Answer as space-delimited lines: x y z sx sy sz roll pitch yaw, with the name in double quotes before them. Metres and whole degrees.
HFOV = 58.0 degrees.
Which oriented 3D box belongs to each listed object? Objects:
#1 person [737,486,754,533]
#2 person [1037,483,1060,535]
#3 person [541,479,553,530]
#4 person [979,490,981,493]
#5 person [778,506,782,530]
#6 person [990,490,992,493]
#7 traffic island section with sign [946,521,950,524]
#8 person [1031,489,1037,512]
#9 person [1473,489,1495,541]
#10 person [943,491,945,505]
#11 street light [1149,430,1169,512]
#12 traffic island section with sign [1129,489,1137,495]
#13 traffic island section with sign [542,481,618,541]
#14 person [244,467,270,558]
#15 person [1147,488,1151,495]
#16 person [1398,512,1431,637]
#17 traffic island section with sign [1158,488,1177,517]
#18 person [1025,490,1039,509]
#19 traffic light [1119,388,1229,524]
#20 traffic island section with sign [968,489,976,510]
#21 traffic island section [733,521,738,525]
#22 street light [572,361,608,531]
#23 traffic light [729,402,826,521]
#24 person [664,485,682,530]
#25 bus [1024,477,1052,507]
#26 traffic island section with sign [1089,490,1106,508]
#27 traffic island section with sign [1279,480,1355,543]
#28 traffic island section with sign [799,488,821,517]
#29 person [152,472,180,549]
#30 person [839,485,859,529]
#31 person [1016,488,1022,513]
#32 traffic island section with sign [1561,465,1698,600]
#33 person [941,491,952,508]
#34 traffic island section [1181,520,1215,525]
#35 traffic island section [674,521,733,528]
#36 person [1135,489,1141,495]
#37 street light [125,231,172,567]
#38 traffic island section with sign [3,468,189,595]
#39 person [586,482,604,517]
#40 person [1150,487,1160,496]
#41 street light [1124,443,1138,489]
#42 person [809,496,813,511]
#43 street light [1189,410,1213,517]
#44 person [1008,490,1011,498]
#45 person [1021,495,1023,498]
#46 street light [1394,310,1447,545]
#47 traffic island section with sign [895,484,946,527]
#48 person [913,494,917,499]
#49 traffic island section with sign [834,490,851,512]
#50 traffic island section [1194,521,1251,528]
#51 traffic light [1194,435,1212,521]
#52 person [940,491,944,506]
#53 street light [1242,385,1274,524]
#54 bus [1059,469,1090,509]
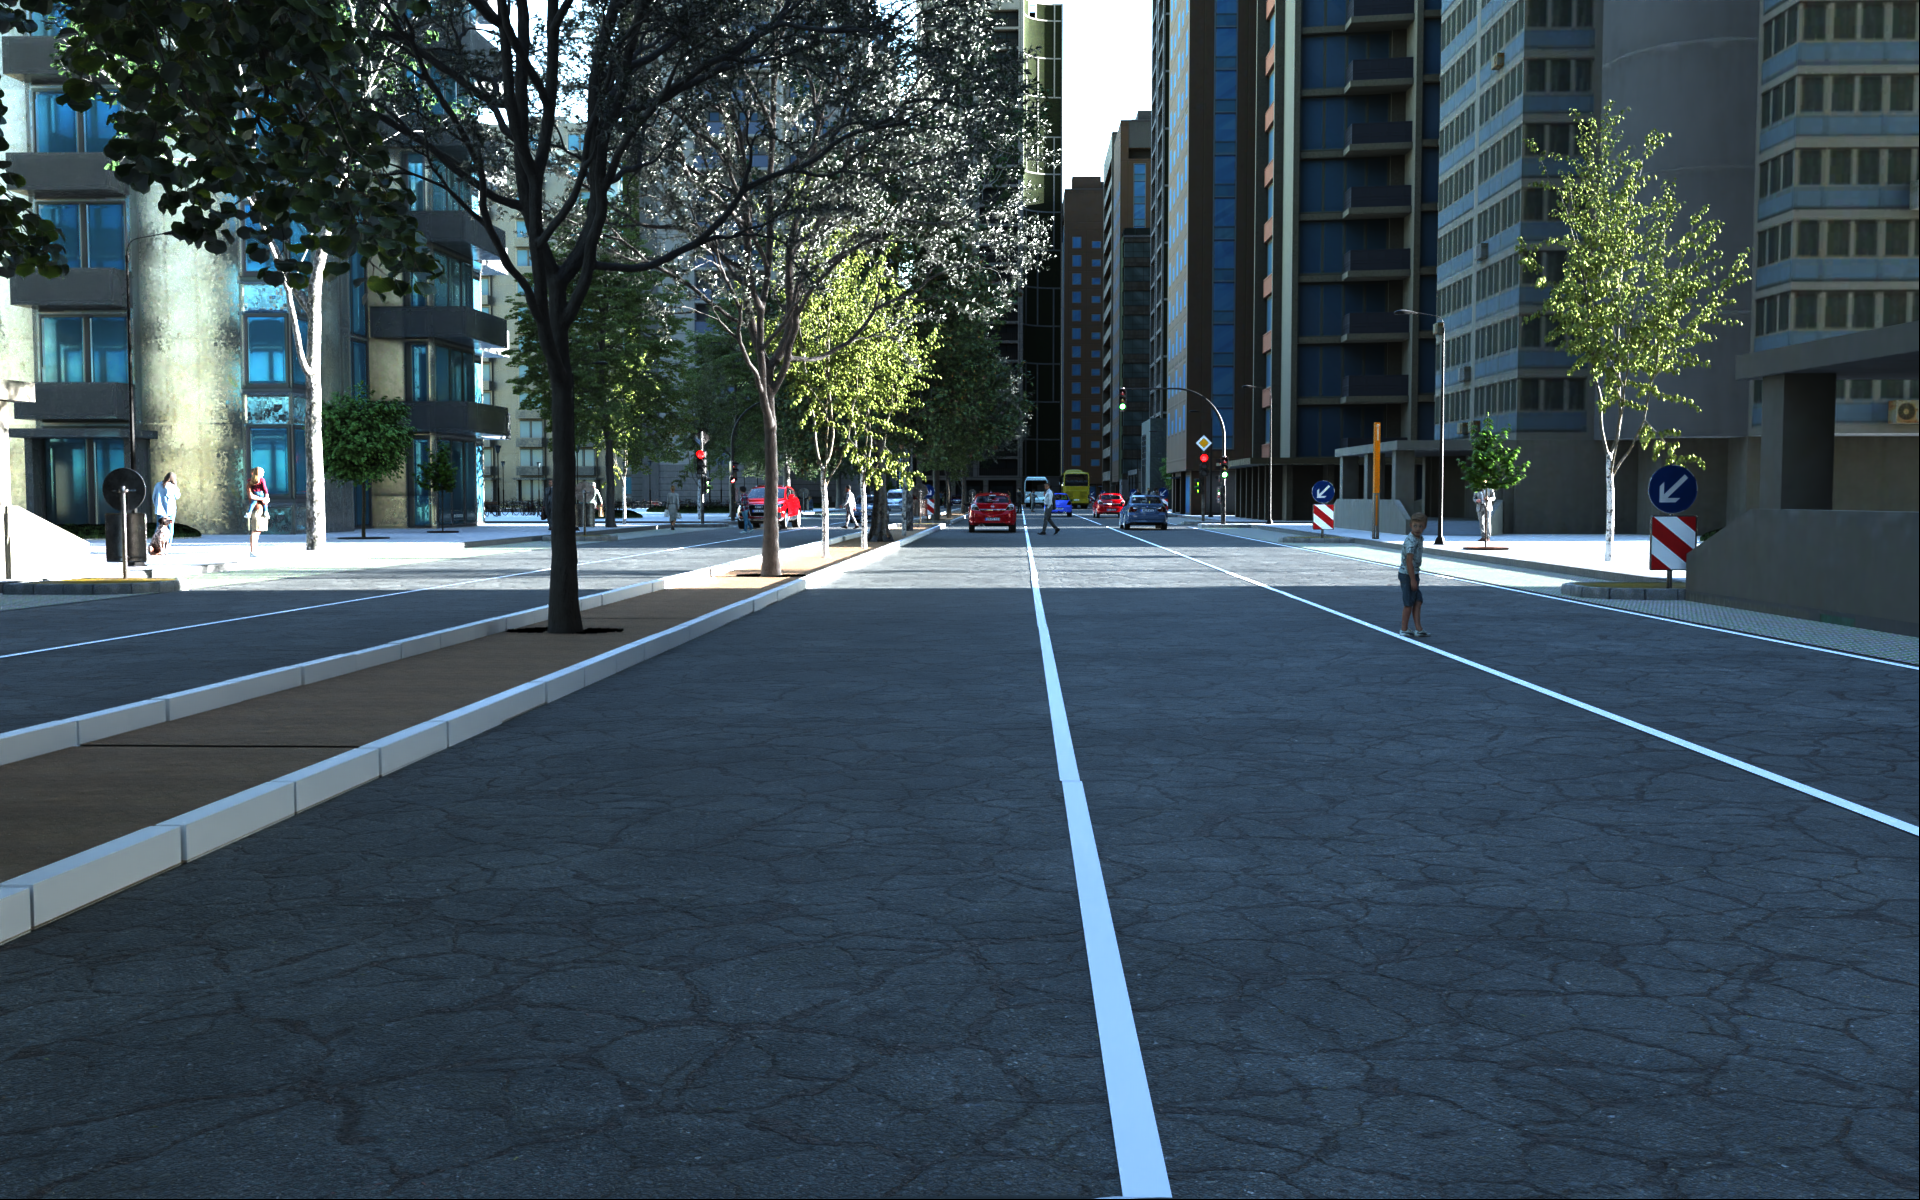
"person" -7.850 -3.311 63.464 0.643 1.720 0.563 -1 4 -15
"person" 3.129 -3.217 61.196 0.850 1.850 0.679 -1 4 -12
"person" -14.552 -3.384 61.477 0.694 1.812 0.767 1 4 11
"person" 2.092 -10.469 179.664 1.348 1.824 0.705 1 4 11
"person" -7.338 -3.634 68.274 0.624 1.780 0.694 2 4 29
"person" 2.998 -9.688 166.771 0.709 1.838 0.599 0 4 5
"traffic island section with sign" -1.493 -4.530 82.207 2.006 1.907 1.989 0 4 2
"person" 5.893 -7.924 138.238 0.466 1.800 0.511 1 4 14
"person" 14.194 -2.494 47.021 0.606 1.804 0.583 2 4 29
"person" -1.931 -12.773 217.340 1.348 1.824 0.705 -3 5 -44
"street light" 14.498 -9.401 126.248 1.470 5.913 1.316 0 4 2
"traffic island section with sign" 13.361 -7.712 134.719 1.989 1.847 2.006 0 4 2
"traffic island section with sign" -11.589 -2.720 53.096 1.989 1.847 2.006 0 4 2
"person" -14.233 -1.778 35.092 0.580 1.828 0.573 3 5 40
"person" 15.591 -8.400 143.599 0.699 1.804 1.509 0 4 0
"person" 4.567 -0.257 17.393 0.332 1.250 0.352 -2 4 -24
"traffic island section with sign" 12.424 -6.041 107.394 1.989 1.847 2.006 0 4 2
"person" 6.747 -9.427 162.637 1.348 1.823 0.705 0 4 0
"traffic light" 9.136 -6.071 73.936 4.771 5.953 1.251 0 4 2
"traffic island section with sign" 1.087 -9.123 157.302 2.006 1.907 1.989 0 4 2
"traffic island section" -10.883 -3.706 82.874 2.009 0.180 2.903 0 4 2
"street light" -12.995 -5.390 60.670 1.470 5.913 1.316 0 4 2
"traffic light" -8.750 -6.608 82.701 4.771 5.953 1.251 0 4 2
"person" -11.437 -3.665 68.780 0.694 1.780 0.624 1 4 16
"bus" 8.572 -12.000 191.061 2.948 3.499 13.247 0 4 4
"traffic island section with sign" 15.071 -10.739 184.207 1.989 1.847 2.006 0 4 2
"traffic island section with sign" 10.479 -2.599 51.125 1.989 1.847 2.006 0 4 2
"traffic island section with sign" -9.697 -6.067 107.824 1.989 1.847 2.006 0 4 2
"person" -18.423 -2.067 40.103 0.793 1.790 0.793 -3 5 -42
"person" -4.547 -3.837 71.506 0.850 1.792 0.678 1 4 12
"person" 4.353 -7.379 128.506 0.474 1.900 0.648 -1 4 -10
"traffic island section with sign" 9.551 -0.952 24.186 1.989 1.847 2.006 0 4 2
"person" -1.414 -10.375 178.135 1.348 1.822 0.705 3 4 38
"traffic island section" 11.545 -3.659 82.099 2.009 0.180 2.903 0 4 2
"traffic island section" -11.158 -3.218 74.894 2.009 0.180 2.903 0 4 2
"person" 11.440 -6.499 114.979 1.509 1.804 0.699 1 4 14
"street light" -14.073 -3.545 30.510 1.470 5.913 1.316 0 4 2
"traffic island section with sign" -12.541 -1.028 25.429 1.989 1.847 2.006 0 4 2
"person" -15.047 -3.957 71.234 0.782 1.767 0.515 0 4 -4
"person" 10.537 -5.203 93.751 0.473 1.802 0.592 -1 4 -12
"street light" 15.539 -11.284 157.039 1.470 5.913 1.316 0 4 2
"person" -11.337 -7.227 129.709 0.738 1.151 1.012 0 4 1
"street light" 13.389 -7.556 96.088 1.470 5.913 1.316 0 4 2
"person" 4.792 -9.877 170.077 0.705 1.812 1.348 1 4 12
"person" 7.980 -13.532 229.836 0.705 1.814 1.350 -2 4 -33
"street light" 11.633 -4.357 43.781 1.470 5.913 1.316 0 4 2
"traffic island section with sign" -1.758 -4.078 74.805 2.006 1.907 1.989 0 4 2
"person" -4.522 -10.161 174.576 1.348 1.831 0.705 -3 5 -40
"traffic island section with sign" -8.749 -7.744 135.249 1.989 1.847 2.006 0 4 2
"traffic island section" 11.270 -3.171 74.118 2.009 0.180 2.903 0 4 2
"traffic light" 11.505 -5.692 81.986 0.839 4.253 0.868 0 4 2
"person" -2.278 -12.437 211.837 0.705 1.826 1.348 3 4 37
"street light" 12.709 -6.202 73.942 1.470 5.913 1.316 0 4 2
"bus" 11.438 -11.093 172.918 2.896 3.916 12.252 0 4 2
